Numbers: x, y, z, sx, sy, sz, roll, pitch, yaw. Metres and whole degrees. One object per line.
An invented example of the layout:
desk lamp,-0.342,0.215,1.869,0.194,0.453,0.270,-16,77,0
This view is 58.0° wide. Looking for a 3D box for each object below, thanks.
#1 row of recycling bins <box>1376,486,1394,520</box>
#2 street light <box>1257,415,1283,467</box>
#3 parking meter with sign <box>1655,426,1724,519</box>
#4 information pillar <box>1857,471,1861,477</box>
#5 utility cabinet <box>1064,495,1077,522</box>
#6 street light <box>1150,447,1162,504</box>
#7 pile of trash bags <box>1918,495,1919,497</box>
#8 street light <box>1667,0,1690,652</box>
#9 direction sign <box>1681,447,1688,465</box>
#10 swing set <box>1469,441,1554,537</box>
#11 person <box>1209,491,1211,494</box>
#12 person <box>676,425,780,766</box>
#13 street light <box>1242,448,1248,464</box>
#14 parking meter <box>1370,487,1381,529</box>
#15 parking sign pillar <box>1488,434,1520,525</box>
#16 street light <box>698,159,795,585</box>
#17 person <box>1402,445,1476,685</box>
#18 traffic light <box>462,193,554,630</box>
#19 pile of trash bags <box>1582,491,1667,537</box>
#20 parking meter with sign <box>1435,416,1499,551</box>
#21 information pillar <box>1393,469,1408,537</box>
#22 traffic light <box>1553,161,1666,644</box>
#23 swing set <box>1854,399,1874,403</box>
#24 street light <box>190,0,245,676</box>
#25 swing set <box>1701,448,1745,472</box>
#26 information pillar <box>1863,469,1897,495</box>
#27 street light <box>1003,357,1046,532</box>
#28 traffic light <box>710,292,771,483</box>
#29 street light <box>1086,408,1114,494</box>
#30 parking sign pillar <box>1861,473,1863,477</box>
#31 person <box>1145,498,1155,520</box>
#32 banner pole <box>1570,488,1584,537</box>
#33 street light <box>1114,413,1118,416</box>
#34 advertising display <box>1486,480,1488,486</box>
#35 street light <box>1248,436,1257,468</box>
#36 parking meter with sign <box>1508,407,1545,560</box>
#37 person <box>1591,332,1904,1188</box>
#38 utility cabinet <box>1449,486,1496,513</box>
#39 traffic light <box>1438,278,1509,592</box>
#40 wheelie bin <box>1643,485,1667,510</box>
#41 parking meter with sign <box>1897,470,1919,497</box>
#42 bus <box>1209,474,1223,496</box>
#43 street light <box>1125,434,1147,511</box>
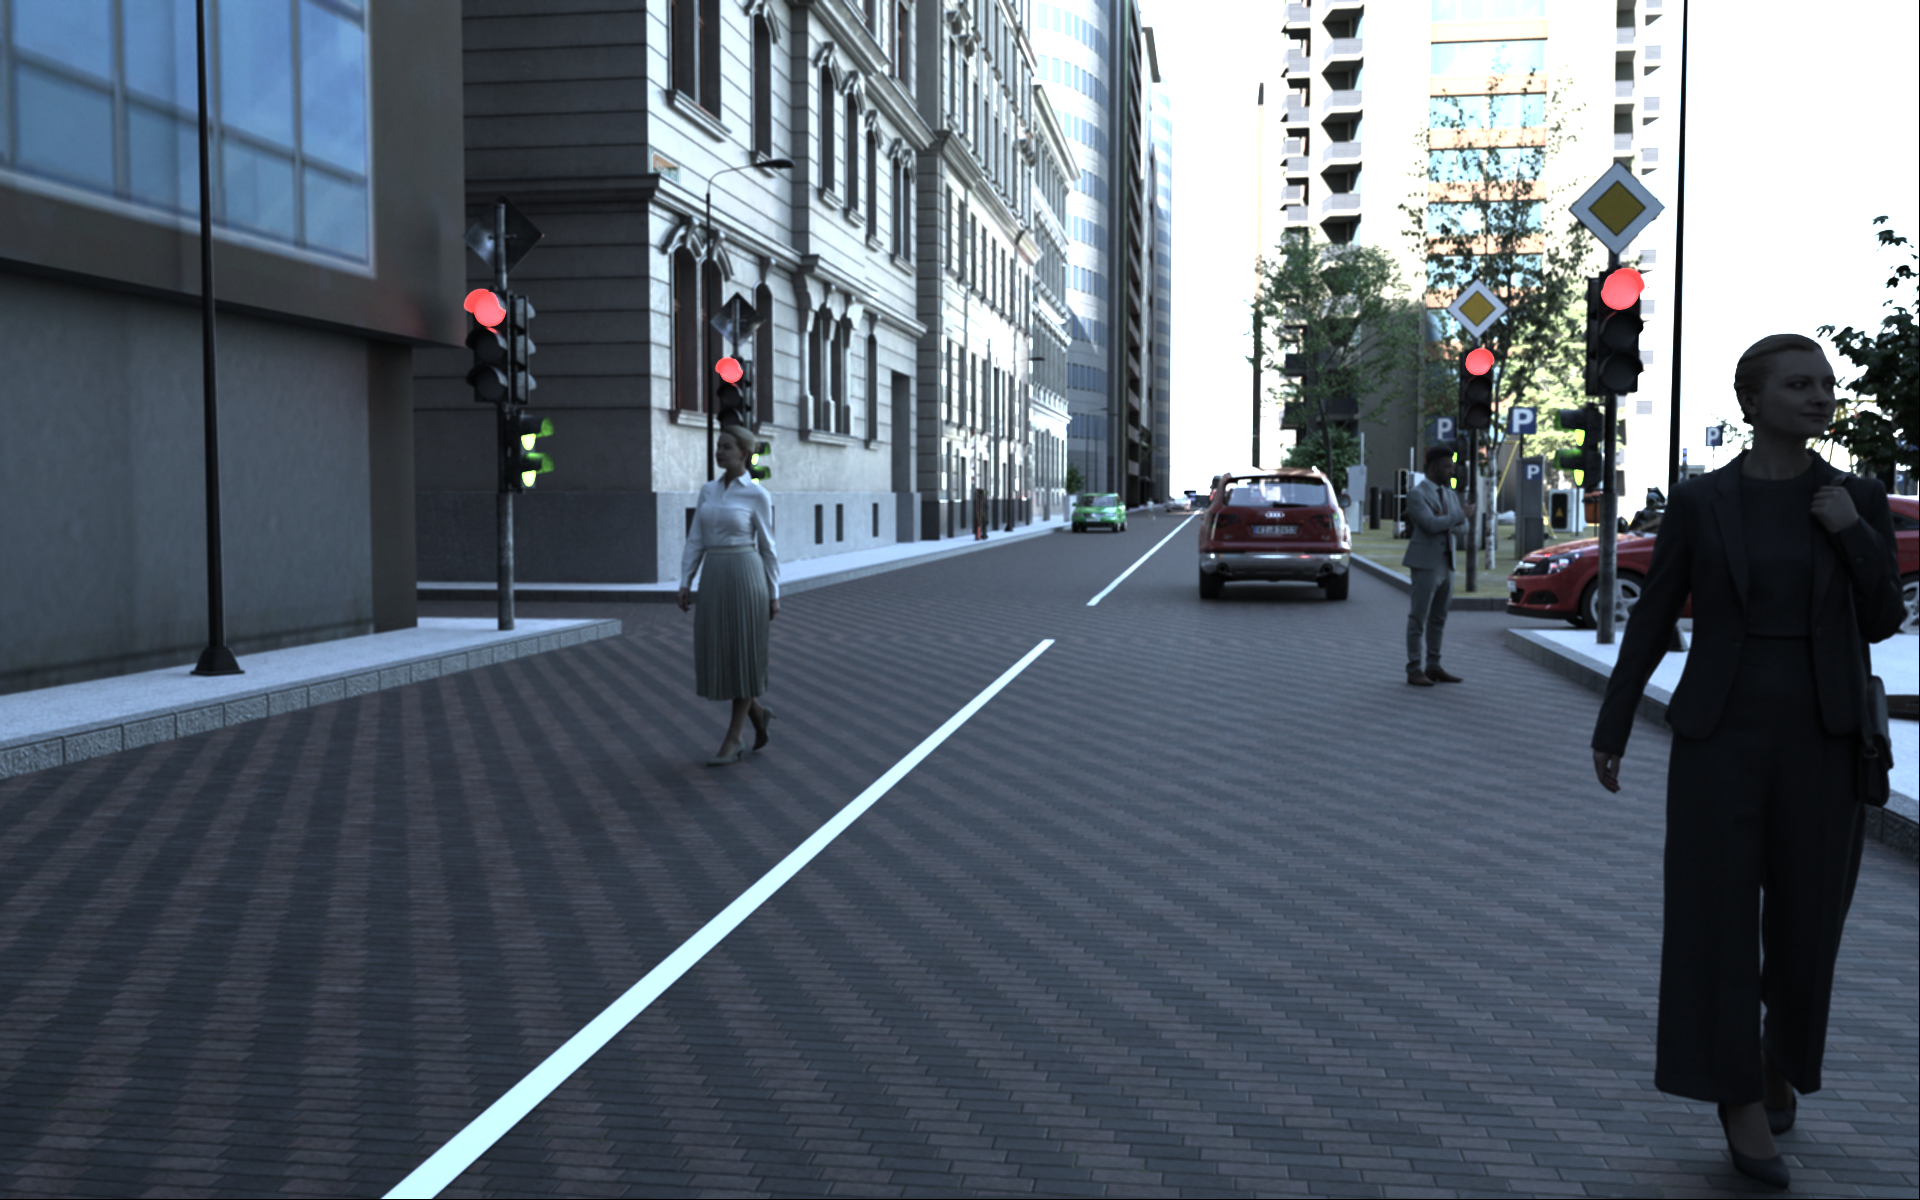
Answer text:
row of recycling bins,21.870,-4.941,87.900,1.069,1.692,3.534,-1,4,-14
street light,18.460,-7.934,102.258,1.470,5.913,1.316,1,4,8
parking meter with sign,18.499,-2.920,44.003,1.738,3.016,0.543,-1,4,-22
information pillar,46.228,-5.966,88.896,0.504,3.616,0.183,1,4,18
utility cabinet,5.068,-4.192,79.699,0.306,1.237,1.020,1,4,23
street light,18.792,-12.074,169.947,1.470,5.913,1.316,1,4,8
pile of trash bags,20.873,-1.724,37.940,1.912,1.369,3.447,3,5,40
street light,5.301,-2.545,14.148,1.470,5.913,1.316,1,4,8
direction sign,34.746,-5.607,83.673,0.379,3.537,0.876,-2,4,-32
swing set,15.786,-3.347,52.351,2.862,2.851,3.119,-2,4,-25
person,27.917,-11.323,193.708,0.705,1.814,1.350,2,4,33
person,-1.197,-0.039,9.362,0.478,1.798,0.641,2,4,33
street light,30.780,-13.005,185.173,1.470,5.913,1.316,1,4,8
parking meter,15.168,-3.356,63.289,0.372,1.533,0.369,0,3,0
parking sign pillar,22.696,-5.127,72.303,1.447,3.967,1.447,-2,4,-24
street light,-2.978,-3.161,24.220,1.470,5.913,1.316,1,4,8
person,3.617,-0.266,13.036,0.466,1.800,0.511,3,5,40
traffic light,-4.268,-1.670,16.229,0.839,4.253,0.868,1,4,8
pile of trash bags,19.038,-2.342,48.042,3.447,1.369,1.912,0,4,7
parking meter with sign,11.603,-2.647,39.540,1.738,3.016,0.543,-3,4,-36
information pillar,13.093,-2.874,51.478,0.304,2.012,0.304,-1,4,-18
traffic light,5.537,-1.582,14.788,0.839,4.253,0.868,1,4,8
swing set,16.057,-1.882,28.383,3.119,2.851,2.862,1,4,10
street light,-4.765,-2.419,12.098,1.470,5.913,1.316,1,4,8
swing set,26.992,-3.763,59.138,3.119,2.851,2.862,1,4,11
information pillar,11.789,-1.085,22.227,0.304,2.012,0.304,0,4,4
street light,2.203,-5.281,58.880,1.470,5.913,1.316,1,4,8
traffic light,-3.090,-2.153,24.127,0.839,4.253,0.868,1,4,8
street light,7.406,-7.400,93.536,1.470,5.913,1.316,1,4,8
parking sign pillar,33.267,-4.549,62.847,1.447,3.967,1.447,-2,4,-33
person,10.481,-5.013,95.484,0.505,1.210,0.382,-1,4,-9
banner pole,18.568,-3.789,51.969,0.401,3.779,0.863,1,4,17
street light,8.401,-7.795,99.995,1.470,5.913,1.316,1,4,8
advertising display,23.836,-4.409,77.305,0.974,1.923,0.123,-2,4,-33
street light,23.776,-10.084,137.411,1.470,5.913,1.316,1,4,8
parking meter with sign,11.142,-2.304,33.939,0.543,3.016,1.738,0,4,8
person,1.720,0.315,3.770,0.576,1.772,0.534,0,4,-3
utility cabinet,13.730,-2.307,46.398,1.173,1.500,0.318,2,4,28
traffic light,6.715,-2.065,22.686,0.839,4.253,0.868,1,4,8
wheelie bin,29.373,-3.996,73.235,0.980,1.594,0.693,2,4,32
parking meter with sign,29.548,-3.537,54.096,1.738,3.016,0.543,2,4,25
bus,25.215,-10.423,165.272,2.948,3.499,13.247,1,4,8
street light,13.582,-9.915,134.654,1.470,5.913,1.316,1,4,8
